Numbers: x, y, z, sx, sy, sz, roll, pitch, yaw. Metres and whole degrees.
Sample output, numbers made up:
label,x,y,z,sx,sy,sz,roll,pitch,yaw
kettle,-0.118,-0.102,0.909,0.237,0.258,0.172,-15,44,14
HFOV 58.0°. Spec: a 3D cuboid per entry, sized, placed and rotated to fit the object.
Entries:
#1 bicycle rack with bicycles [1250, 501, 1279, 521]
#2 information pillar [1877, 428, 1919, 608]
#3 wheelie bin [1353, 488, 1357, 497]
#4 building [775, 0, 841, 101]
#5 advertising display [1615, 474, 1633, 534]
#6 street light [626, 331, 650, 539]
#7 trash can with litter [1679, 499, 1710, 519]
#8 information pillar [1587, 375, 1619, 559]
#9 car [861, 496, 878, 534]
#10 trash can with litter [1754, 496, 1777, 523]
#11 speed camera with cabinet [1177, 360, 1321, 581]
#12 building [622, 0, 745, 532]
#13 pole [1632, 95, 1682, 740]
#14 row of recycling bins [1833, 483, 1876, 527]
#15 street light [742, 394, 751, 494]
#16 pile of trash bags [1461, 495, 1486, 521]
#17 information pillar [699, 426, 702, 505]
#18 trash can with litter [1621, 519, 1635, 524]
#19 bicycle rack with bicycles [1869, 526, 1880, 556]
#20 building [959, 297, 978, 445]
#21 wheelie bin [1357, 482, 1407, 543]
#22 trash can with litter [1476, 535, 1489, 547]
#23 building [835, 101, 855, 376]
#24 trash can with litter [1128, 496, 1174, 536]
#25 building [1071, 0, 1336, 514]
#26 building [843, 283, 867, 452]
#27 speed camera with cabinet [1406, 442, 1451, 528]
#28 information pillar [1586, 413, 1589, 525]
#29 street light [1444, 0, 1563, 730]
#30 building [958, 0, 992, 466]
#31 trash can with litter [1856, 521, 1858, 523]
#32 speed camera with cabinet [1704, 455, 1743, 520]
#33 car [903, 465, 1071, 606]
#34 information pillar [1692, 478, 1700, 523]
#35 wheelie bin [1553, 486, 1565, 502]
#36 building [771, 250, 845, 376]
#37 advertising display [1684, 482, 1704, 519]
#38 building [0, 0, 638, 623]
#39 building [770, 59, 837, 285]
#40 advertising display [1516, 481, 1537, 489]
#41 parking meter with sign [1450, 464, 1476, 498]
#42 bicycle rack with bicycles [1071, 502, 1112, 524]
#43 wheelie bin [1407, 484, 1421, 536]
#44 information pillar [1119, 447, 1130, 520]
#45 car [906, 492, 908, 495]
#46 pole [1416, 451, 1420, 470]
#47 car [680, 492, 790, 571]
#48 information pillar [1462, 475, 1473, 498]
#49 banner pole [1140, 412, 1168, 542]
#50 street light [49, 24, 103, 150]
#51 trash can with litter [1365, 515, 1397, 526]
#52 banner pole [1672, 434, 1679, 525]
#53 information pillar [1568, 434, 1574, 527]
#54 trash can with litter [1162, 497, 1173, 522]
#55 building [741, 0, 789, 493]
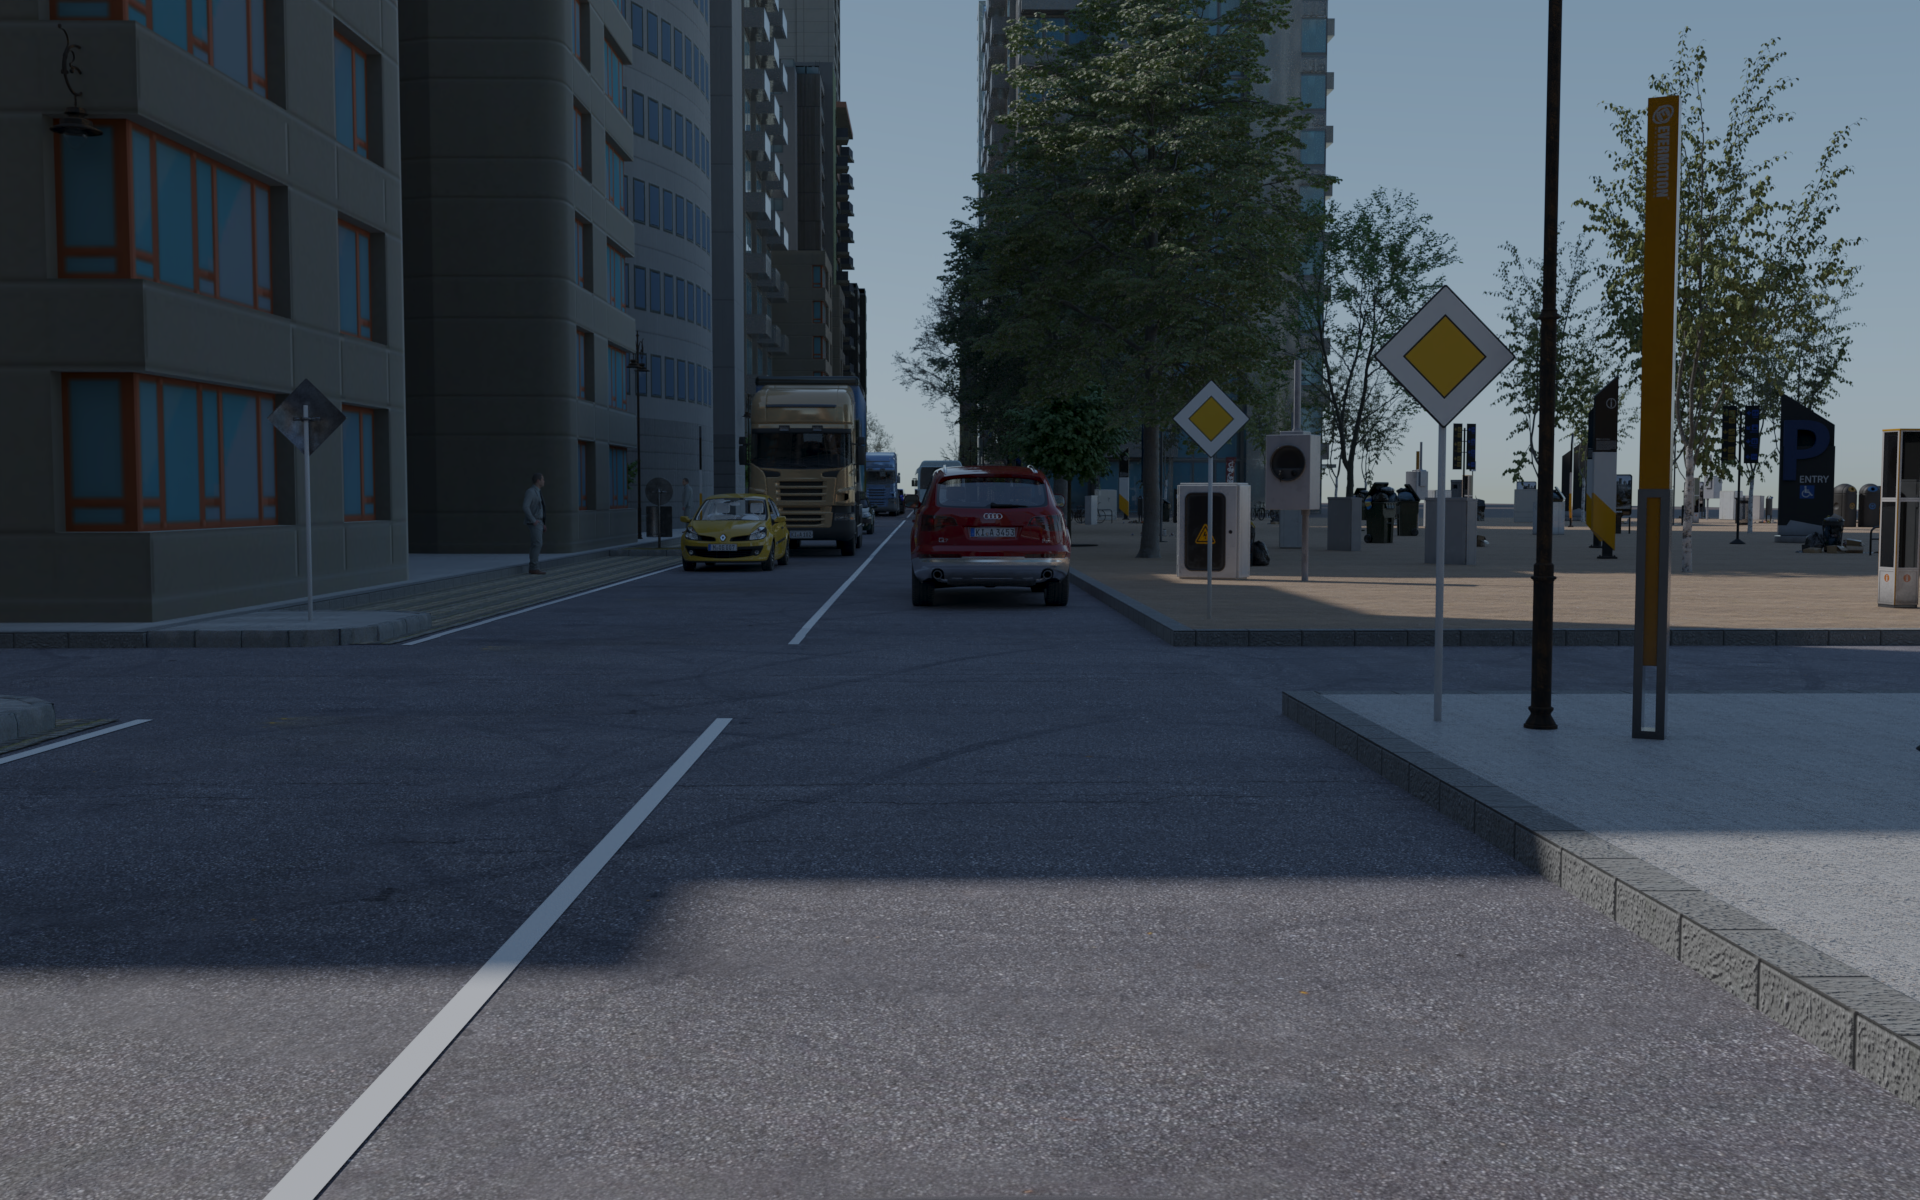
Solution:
label,x,y,z,sx,sy,sz,roll,pitch,yaw
bicycle rack with bicycles,15.178,-4.320,84.014,2.925,0.926,2.852,-2,4,-35
information pillar,10.605,-0.920,19.531,0.304,2.012,0.304,0,4,-8
wheelie bin,19.684,-4.707,84.867,0.980,1.594,0.693,-2,4,-29
building,-22.900,-47.427,213.678,20.563,71.187,20.611,0,4,-1
advertising display,21.215,-3.108,56.022,0.974,1.923,0.123,1,4,21
street light,-9.121,-4.671,49.153,0.468,5.910,1.993,0,4,-1
trash can with litter,38.658,-4.918,91.472,2.233,1.210,1.678,0,4,-1
information pillar,12.744,-2.621,34.204,0.504,3.616,0.183,0,4,-7
car,-3.978,-3.243,62.806,2.009,1.686,4.222,0,4,-2
trash can with litter,36.082,-4.014,76.683,2.233,1.210,1.678,-3,5,-43
speed camera with cabinet,4.290,-1.925,25.809,2.038,3.252,0.660,2,4,27
building,-20.420,-32.061,66.194,21.231,58.520,28.212,0,4,-1
pole,3.634,-0.929,9.029,0.158,3.312,0.155,0,3,0
row of recycling bins,35.630,-3.659,66.945,3.534,1.692,1.069,1,4,14
street light,-9.736,-6.549,79.864,0.468,5.910,1.993,0,4,-1
pile of trash bags,24.131,-4.466,82.766,1.912,1.369,3.447,1,4,12
information pillar,-8.896,-4.163,59.422,0.183,3.616,0.504,-1,4,-8
trash can with litter,28.736,-3.917,75.101,1.678,1.210,2.233,1,4,19
bicycle rack with bicycles,19.980,-1.326,35.069,2.925,0.926,2.852,0,4,5
building,6.877,-28.974,245.421,14.160,30.474,14.107,0,4,-1
wheelie bin,11.014,-2.285,45.262,0.980,1.594,0.693,-3,5,-41
trash can with litter,12.435,-1.900,42.451,1.055,1.170,0.624,2,4,33
building,-22.912,-32.732,189.787,22.147,44.769,28.867,0,4,-1
trash can with litter,6.151,-2.600,53.560,1.678,1.210,2.233,1,4,10
building,13.041,-30.742,122.240,23.786,49.044,30.456,0,4,-1
building,-19.802,-28.250,233.581,14.160,30.474,14.107,0,4,-1
speed camera with cabinet,17.907,-4.394,66.185,2.038,3.252,0.660,-2,4,-35
information pillar,15.111,-3.045,41.141,0.183,3.616,0.504,-2,4,-24
street light,3.186,-2.235,9.324,0.468,5.910,1.993,0,4,-1
building,11.175,-55.565,221.159,22.319,86.520,31.000,0,4,-1
trash can with litter,39.892,-3.994,76.353,2.233,1.210,1.678,1,4,9
speed camera with cabinet,37.926,-5.608,86.031,0.660,3.252,2.038,-1,4,-20
car,0.357,-0.920,23.712,2.281,1.827,5.304,0,4,-1
information pillar,32.649,-4.433,76.971,0.304,2.012,0.304,-1,4,-11
wheelie bin,24.535,-3.880,71.339,0.693,1.594,0.980,2,4,25
building,-23.638,-17.878,137.346,27.650,21.520,28.899,0,4,-1
advertising display,37.794,-5.138,89.212,0.974,1.923,0.123,3,5,40
building,-22.142,-11.361,30.799,27.650,21.520,28.899,0,4,-1
building,-18.714,-29.086,159.150,14.154,41.232,14.086,0,4,-1
advertising display,28.535,-5.020,87.287,0.974,1.923,0.123,1,4,19
parking meter with sign,26.378,-5.839,91.724,0.543,3.016,1.738,-3,5,-45
bicycle rack with bicycles,5.234,-3.845,76.241,2.925,0.926,2.852,-3,4,-36
wheelie bin,13.700,-2.762,53.062,0.693,1.594,0.980,0,4,1
information pillar,8.199,-5.811,86.363,0.504,3.616,0.183,1,4,18
car,-7.412,-14.441,245.156,2.155,1.783,4.494,0,4,-2
pole,21.678,-5.398,82.108,0.158,3.312,0.155,0,3,0
car,-4.317,-1.426,33.540,2.015,1.641,3.980,0,4,0
information pillar,19.613,-3.820,66.947,0.304,2.012,0.304,-3,5,-39
banner pole,5.189,-3.445,46.345,0.863,3.779,0.401,3,4,38
street light,-8.618,-2.746,17.690,0.468,5.910,1.993,0,4,-1
trash can with litter,17.595,-3.658,70.870,1.678,1.210,2.233,-2,4,-34
banner pole,29.442,-5.011,71.951,0.863,3.779,0.401,3,5,40
information pillar,23.606,-4.618,66.866,0.183,3.616,0.504,2,4,23
trash can with litter,9.648,-4.171,79.579,1.055,1.170,0.624,1,4,13
building,-22.420,-29.804,106.901,23.786,49.044,30.456,0,4,-1
